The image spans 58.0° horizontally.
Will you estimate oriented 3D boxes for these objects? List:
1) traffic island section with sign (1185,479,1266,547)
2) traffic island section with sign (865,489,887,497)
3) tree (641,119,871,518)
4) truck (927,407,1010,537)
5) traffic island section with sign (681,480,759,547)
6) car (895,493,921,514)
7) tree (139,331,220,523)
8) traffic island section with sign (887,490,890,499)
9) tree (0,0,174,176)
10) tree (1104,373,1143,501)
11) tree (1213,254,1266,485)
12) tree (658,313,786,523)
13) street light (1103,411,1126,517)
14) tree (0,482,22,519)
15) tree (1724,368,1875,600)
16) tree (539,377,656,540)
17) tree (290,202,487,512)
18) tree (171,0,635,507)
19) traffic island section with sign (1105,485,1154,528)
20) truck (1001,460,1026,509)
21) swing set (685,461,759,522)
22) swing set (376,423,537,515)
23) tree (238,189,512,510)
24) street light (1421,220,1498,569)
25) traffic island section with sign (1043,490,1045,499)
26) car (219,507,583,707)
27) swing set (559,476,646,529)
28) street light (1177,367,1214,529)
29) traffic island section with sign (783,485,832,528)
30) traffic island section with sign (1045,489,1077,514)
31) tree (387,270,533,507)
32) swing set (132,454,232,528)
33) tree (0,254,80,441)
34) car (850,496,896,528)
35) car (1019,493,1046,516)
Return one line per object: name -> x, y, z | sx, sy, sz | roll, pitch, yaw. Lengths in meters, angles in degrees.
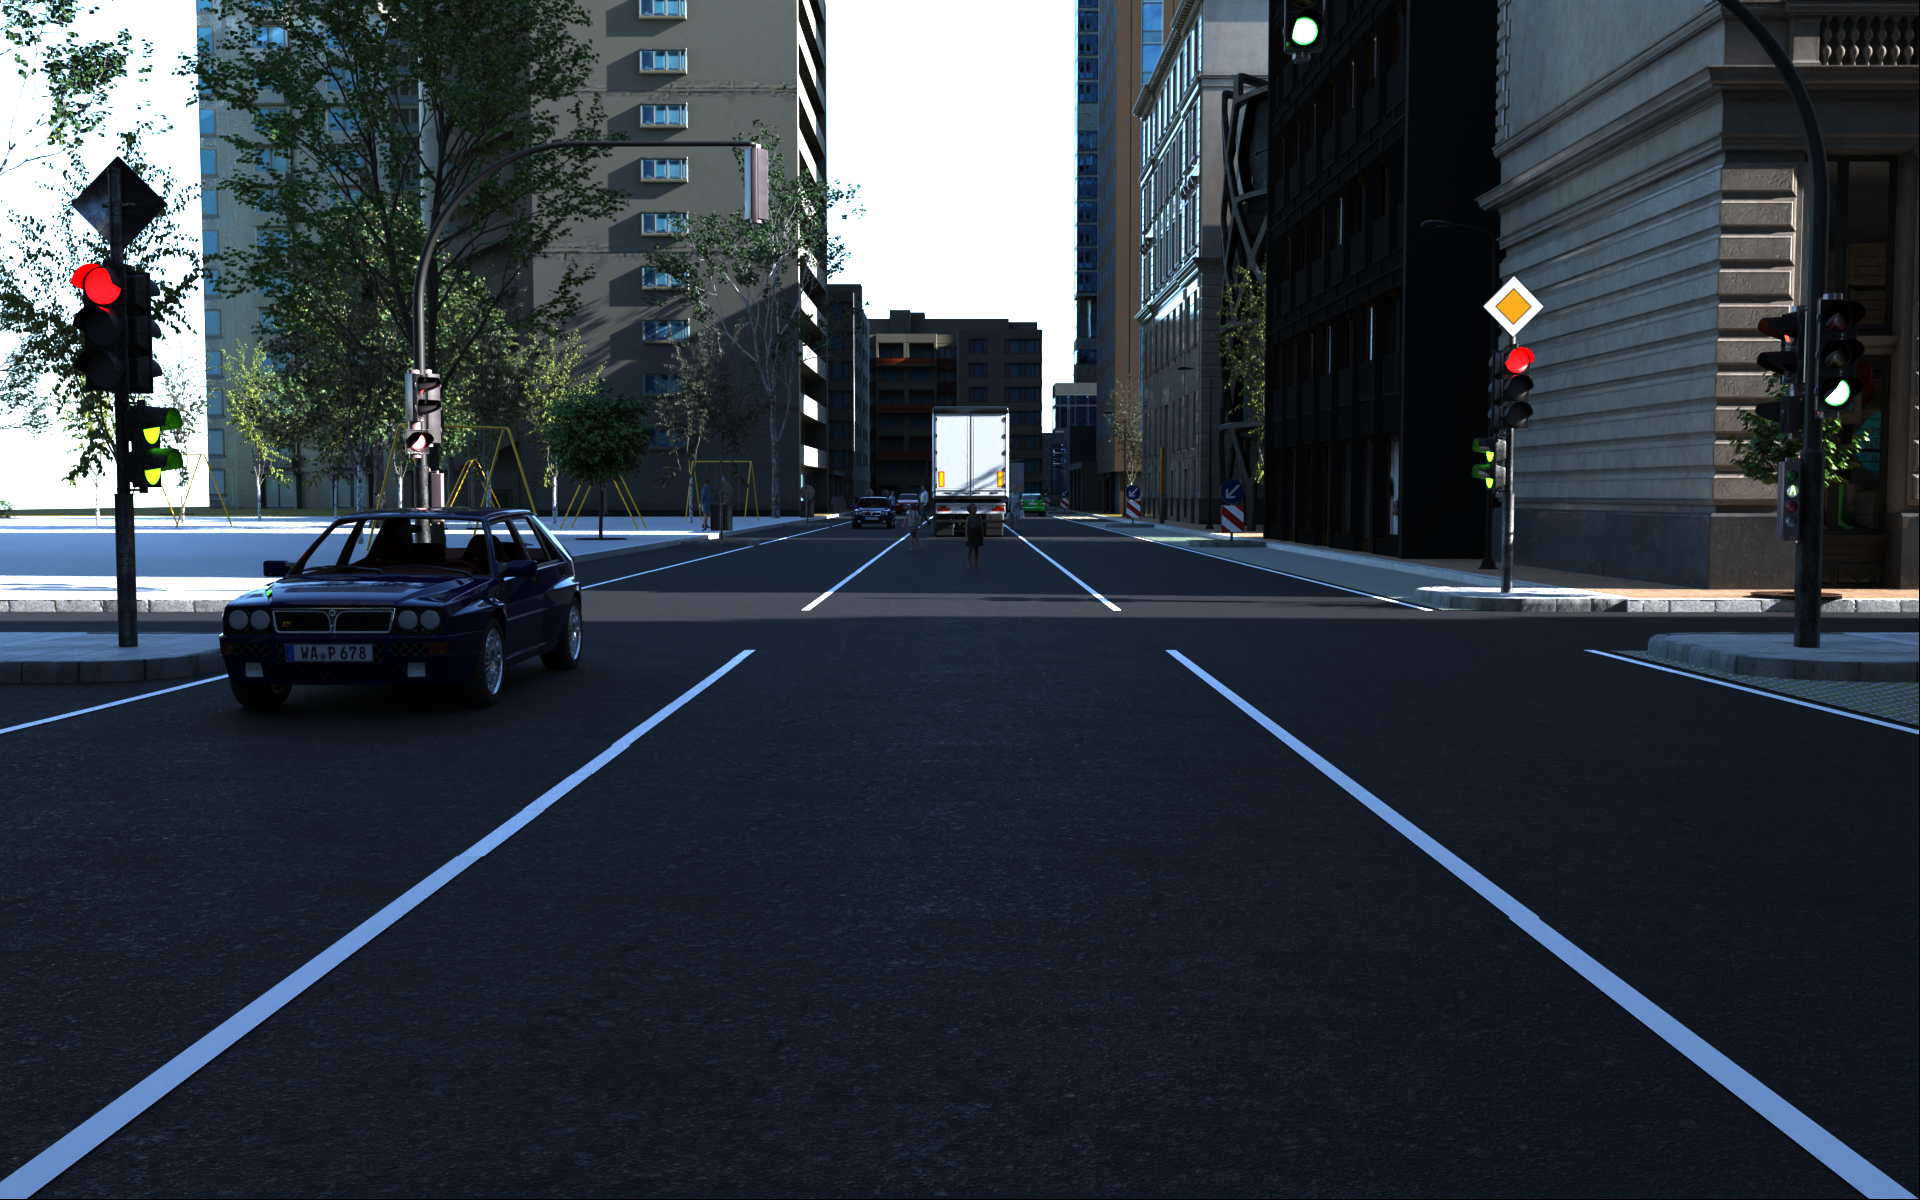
traffic island section with sign -> 7.187, -2.355, 47.139 | 1.989, 1.847, 2.006 | 0, 3, 0
traffic island section with sign -> -6.459, -7.077, 124.333 | 1.989, 1.847, 2.006 | 0, 3, 0
tree -> -10.736, -14.351, 90.521 | 12.611, 20.169, 13.585 | 0, 3, 0
truck -> 0.243, -4.416, 61.109 | 2.839, 4.237, 11.283 | 0, 4, -1
traffic island section with sign -> -6.616, -2.411, 48.041 | 1.989, 1.847, 2.006 | 0, 3, 0
car -> -3.664, -7.008, 123.613 | 2.155, 1.783, 4.494 | 0, 4, 2
tree -> -34.567, -7.701, 76.272 | 4.360, 8.622, 3.978 | 0, 3, 0
traffic island section with sign -> -6.411, -8.725, 151.288 | 1.989, 1.847, 2.006 | 0, 3, 0
tree -> -28.046, -11.651, 46.380 | 12.611, 20.169, 13.585 | 0, 3, 0
tree -> 10.613, -9.471, 105.211 | 4.360, 8.622, 3.978 | 0, 3, 0
tree -> 9.535, -6.245, 52.475 | 4.737, 8.622, 4.395 | 0, 3, 0
tree -> -9.500, -7.390, 71.194 | 4.360, 8.622, 3.978 | 0, 3, 0
street light -> 8.739, -7.642, 97.486 | 1.470, 5.913, 1.316 | 0, 3, 0
tree -> -59.088, -11.521, 90.193 | 18.604, 14.587, 13.155 | -1, 4, -20
tree -> 10.488, -1.638, 21.383 | 1.663, 3.219, 1.824 | 0, 3, 0
tree -> -10.192, -3.977, 48.734 | 4.285, 4.588, 4.351 | 0, 3, 0
tree -> -15.405, -5.773, 44.747 | 4.360, 8.622, 3.978 | 0, 3, 0
tree -> -9.136, -6.351, 29.594 | 9.928, 11.665, 9.643 | 0, 3, 0
traffic island section with sign -> 7.249, -4.016, 74.296 | 1.989, 1.847, 2.006 | 0, 3, 0
truck -> 4.158, -9.669, 146.998 | 2.839, 4.237, 11.283 | 0, 4, 0
swing set -> -11.121, -5.154, 81.891 | 3.119, 2.851, 2.862 | 0, 4, 7
swing set -> -11.512, -2.546, 39.252 | 2.862, 2.851, 3.119 | 3, 4, 37
tree -> -21.667, -9.013, 64.366 | 9.611, 12.733, 9.660 | 0, 3, 0
street light -> 8.514, -3.485, 29.521 | 1.470, 5.913, 1.316 | 0, 3, 0
traffic island section with sign -> 7.409, -8.723, 151.250 | 1.989, 1.847, 2.006 | 0, 3, 0
car -> -3.997, -0.019, 12.886 | 1.945, 1.354, 3.894 | 0, 3, 0
swing set -> -13.267, -4.081, 64.351 | 2.862, 2.851, 3.119 | 0, 4, -4
street light -> 8.606, -5.550, 63.279 | 1.470, 5.913, 1.316 | 0, 3, 0
traffic island section with sign -> -6.577, -4.059, 74.997 | 1.989, 1.847, 2.006 | 0, 3, 0
traffic island section with sign -> 7.353, -7.074, 124.294 | 1.989, 1.847, 2.006 | 0, 3, 0
tree -> -25.100, -10.307, 86.654 | 7.486, 12.596, 7.792 | 0, 3, 0
swing set -> -30.899, -4.308, 68.058 | 3.119, 2.851, 2.862 | 1, 4, 22
tree -> -35.460, -7.755, 61.205 | 7.601, 10.594, 8.767 | 0, 4, 4
car -> -3.645, -3.716, 73.338 | 1.945, 1.354, 3.894 | 0, 4, 0
car -> 4.570, -6.318, 112.091 | 1.959, 1.807, 4.718 | 0, 4, -1
